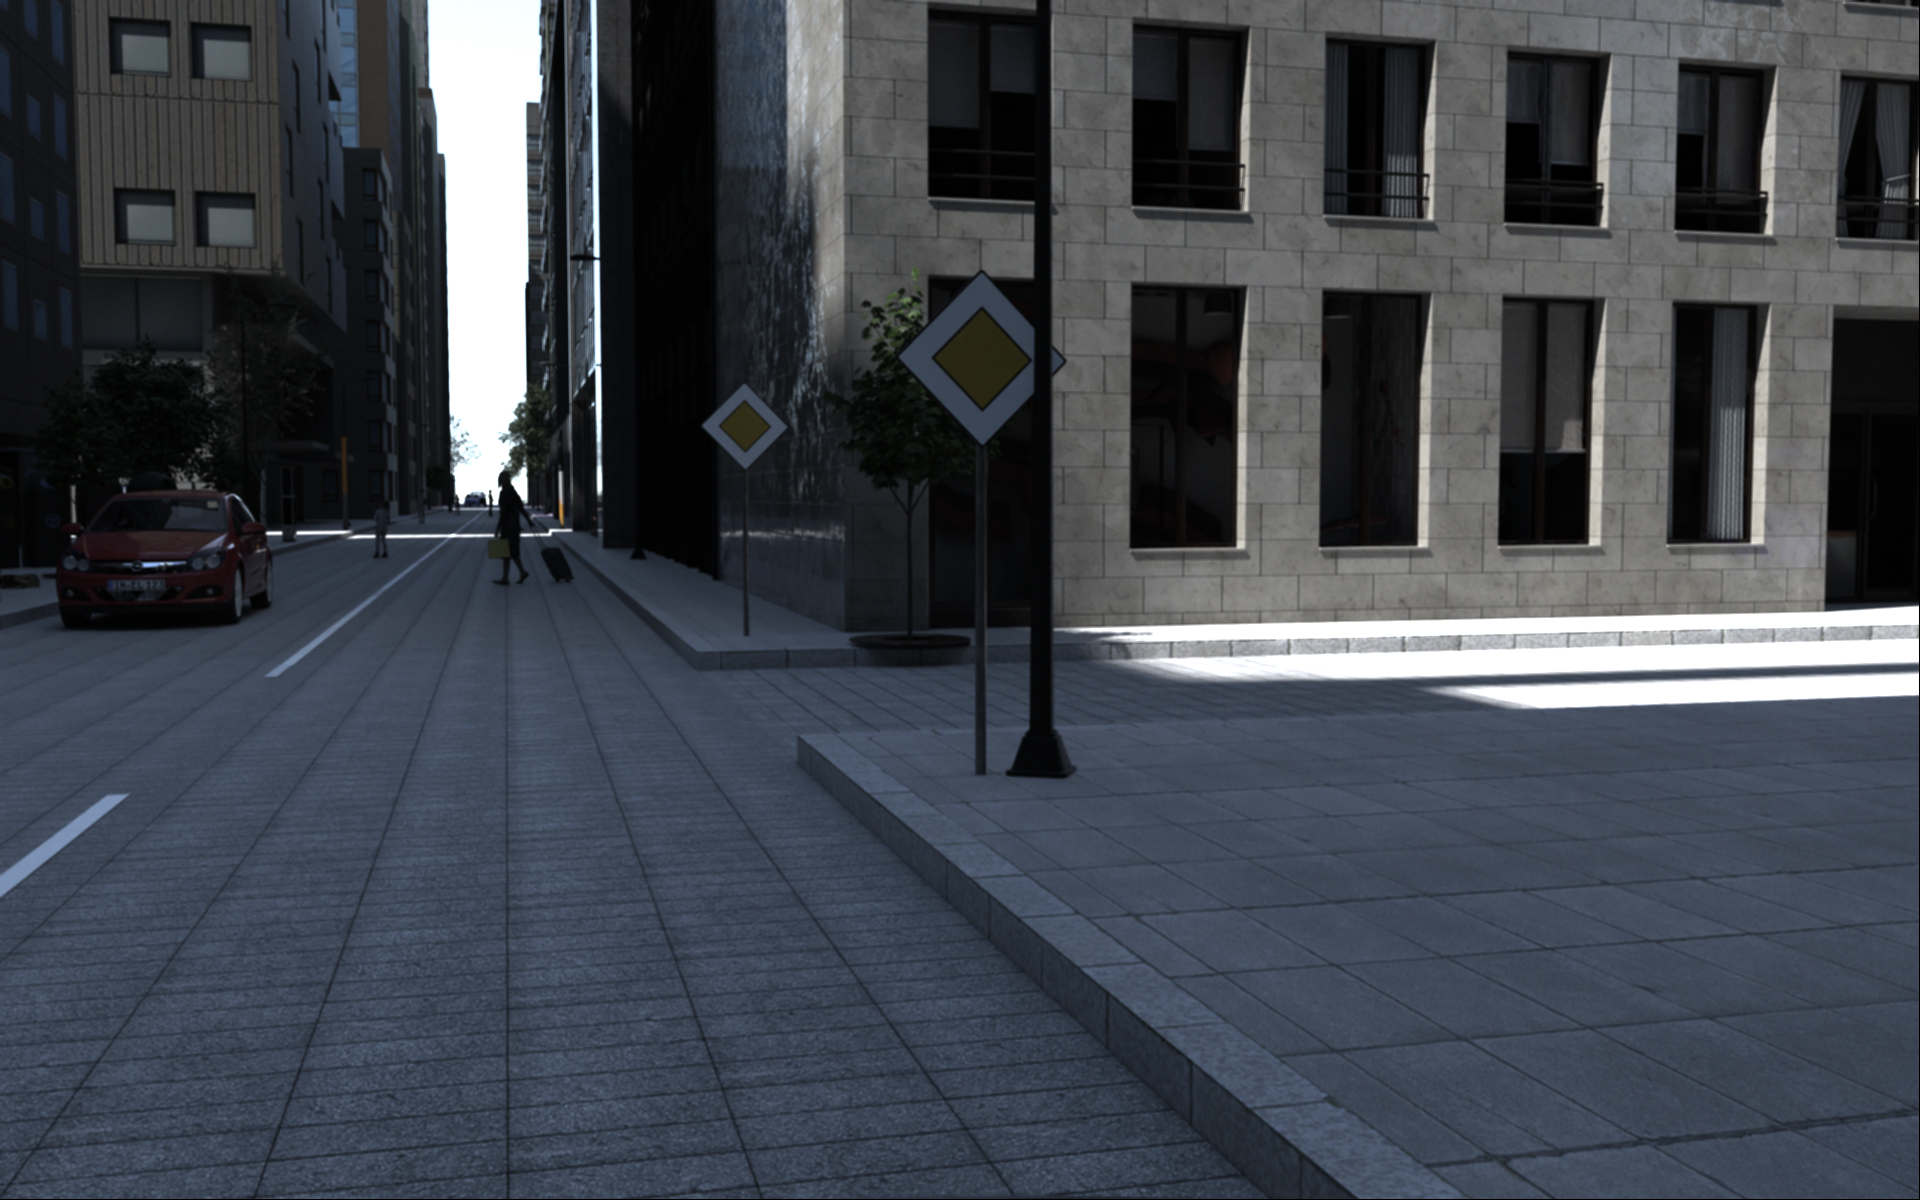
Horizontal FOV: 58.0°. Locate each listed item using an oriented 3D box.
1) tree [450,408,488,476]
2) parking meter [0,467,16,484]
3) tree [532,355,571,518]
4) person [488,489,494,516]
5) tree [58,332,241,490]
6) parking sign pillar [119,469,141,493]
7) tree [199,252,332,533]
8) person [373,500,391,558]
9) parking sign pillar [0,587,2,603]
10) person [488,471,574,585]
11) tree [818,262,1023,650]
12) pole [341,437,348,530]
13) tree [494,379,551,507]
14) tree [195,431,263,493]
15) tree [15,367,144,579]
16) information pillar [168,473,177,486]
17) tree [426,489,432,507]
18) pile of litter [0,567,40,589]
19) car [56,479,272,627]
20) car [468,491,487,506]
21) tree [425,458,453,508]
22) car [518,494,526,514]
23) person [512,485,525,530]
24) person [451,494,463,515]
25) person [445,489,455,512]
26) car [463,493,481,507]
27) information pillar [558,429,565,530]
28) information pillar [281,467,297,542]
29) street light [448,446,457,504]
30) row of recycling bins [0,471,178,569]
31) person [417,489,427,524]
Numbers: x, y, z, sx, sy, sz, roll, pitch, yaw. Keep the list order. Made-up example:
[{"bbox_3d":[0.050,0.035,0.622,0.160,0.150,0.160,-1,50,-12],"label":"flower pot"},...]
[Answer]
[{"bbox_3d":[-70.368,-20.116,239.267,12.009,13.543,11.850,0,3,0],"label":"tree"},{"bbox_3d":[-19.562,-1.820,35.467,0.399,1.863,0.255,0,4,-6],"label":"parking meter"},{"bbox_3d":[-20.724,-8.652,91.827,4.360,8.622,3.978,0,3,0],"label":"tree"},{"bbox_3d":[-30.129,-6.255,111.474,0.721,1.736,1.217,0,4,-3],"label":"person"},{"bbox_3d":[-16.452,-3.152,35.249,4.285,4.588,4.351,0,3,0],"label":"tree"},{"bbox_3d":[-25.307,-3.926,52.661,1.447,3.967,1.447,0,4,-4],"label":"parking sign pillar"},{"bbox_3d":[-21.485,-6.293,53.259,4.360,8.622,3.978,0,3,0],"label":"tree"},{"bbox_3d":[-13.033,-1.601,38.955,0.394,1.301,0.425,2,4,25],"label":"person"},{"bbox_3d":[-12.016,-1.935,20.108,1.447,3.967,1.447,0,4,4],"label":"parking sign pillar"},{"bbox_3d":[-6.893,-1.163,27.731,1.509,1.804,0.699,-3,5,-42],"label":"person"},{"bbox_3d":[-0.414,-1.220,14.542,1.663,3.219,1.824,0,3,0],"label":"tree"},{"bbox_3d":[-21.958,-4.158,61.822,0.158,3.312,0.155,0,3,0],"label":"pole"},{"bbox_3d":[-41.548,-15.604,172.126,9.611,12.733,9.660,0,3,0],"label":"tree"},{"bbox_3d":[-20.251,-3.228,47.382,1.663,3.219,1.824,0,3,0],"label":"tree"},{"bbox_3d":[-13.510,-1.952,26.511,1.663,3.219,1.824,0,3,0],"label":"tree"},{"bbox_3d":[-25.422,-3.138,55.793,0.304,2.012,0.304,-1,4,-8],"label":"information pillar"},{"bbox_3d":[-51.453,-10.512,166.477,1.663,3.219,1.824,0,3,0],"label":"tree"},{"bbox_3d":[-13.406,-0.612,23.974,1.176,0.858,1.719,-2,4,-35],"label":"pile of litter"},{"bbox_3d":[-9.176,-0.682,20.187,2.155,1.783,4.494,-1,4,-15],"label":"car"},{"bbox_3d":[-56.186,-11.807,201.714,2.281,1.827,5.304,-1,4,-14],"label":"car"},{"bbox_3d":[-48.314,-10.731,159.171,4.285,4.588,4.351,0,3,0],"label":"tree"},{"bbox_3d":[-32.984,-7.170,127.460,2.015,1.641,3.980,-1,4,-13],"label":"car"},{"bbox_3d":[-17.647,-3.660,68.518,0.721,1.800,0.419,0,4,8],"label":"person"},{"bbox_3d":[-34.191,-6.499,117.977,0.991,1.433,0.599,-3,5,-43],"label":"person"},{"bbox_3d":[-40.911,-7.983,139.106,1.350,1.814,0.705,2,4,32],"label":"person"},{"bbox_3d":[-55.494,-11.458,196.931,1.945,1.707,3.694,-1,4,-15],"label":"car"},{"bbox_3d":[-14.433,-4.359,62.631,0.183,3.616,0.504,-1,4,-23],"label":"information pillar"},{"bbox_3d":[-18.021,-2.569,46.493,0.304,2.012,0.304,0,4,-7],"label":"information pillar"},{"bbox_3d":[-49.948,-11.977,168.364,1.470,5.913,1.316,-1,4,-15],"label":"street light"},{"bbox_3d":[-15.817,-1.452,30.845,3.534,1.692,1.069,-3,5,-44],"label":"row of recycling bins"},{"bbox_3d":[-26.249,-4.586,84.481,0.522,1.701,0.512,-1,4,-20],"label":"person"}]
